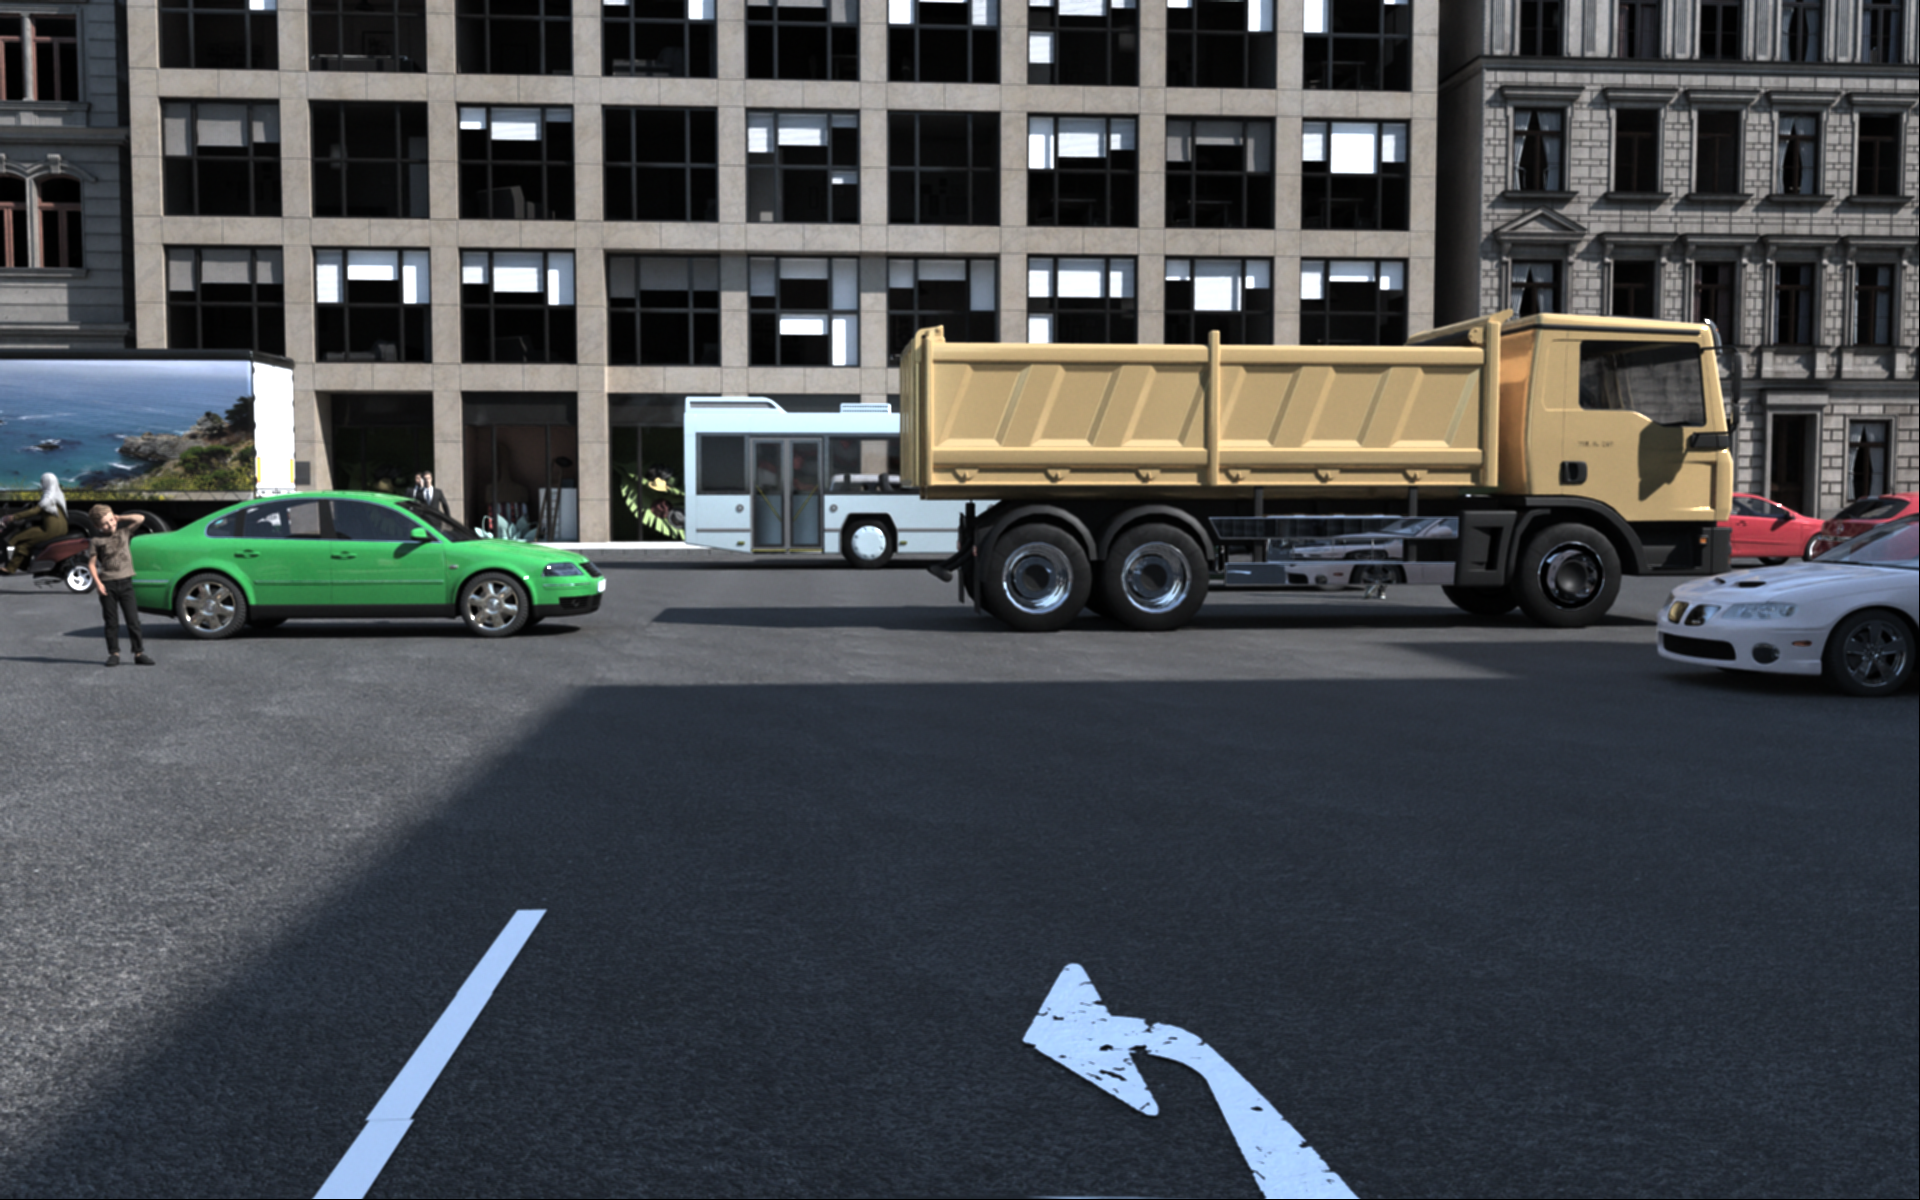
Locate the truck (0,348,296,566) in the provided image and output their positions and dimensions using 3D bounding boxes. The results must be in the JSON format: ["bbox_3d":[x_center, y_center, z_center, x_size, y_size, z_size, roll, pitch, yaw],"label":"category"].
[{"bbox_3d":[-19.304,-2.786,34.461,11.283,4.237,2.839,0,4,-3],"label":"truck"}]

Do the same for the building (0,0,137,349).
[{"bbox_3d":[-33.487,-16.079,50.284,23.554,28.519,14.401,0,4,-5],"label":"building"}]

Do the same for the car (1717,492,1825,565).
[{"bbox_3d":[15.203,-1.526,33.984,4.494,1.783,2.155,0,4,-6],"label":"car"}]

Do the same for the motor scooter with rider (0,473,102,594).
[{"bbox_3d":[-13.293,-0.972,24.864,1.986,1.779,0.876,0,4,-4],"label":"motor scooter with rider"}]

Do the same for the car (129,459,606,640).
[{"bbox_3d":[-6.076,-0.557,17.903,4.718,1.807,1.959,0,4,-4],"label":"car"}]

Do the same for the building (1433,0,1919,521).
[{"bbox_3d":[22.608,-11.462,52.025,19.286,19.102,10.561,0,4,-5],"label":"building"}]

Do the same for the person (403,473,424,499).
[{"bbox_3d":[-11.917,-1.844,38.015,0.648,1.900,0.474,-2,4,-35],"label":"person"}]

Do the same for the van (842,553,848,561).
[{"bbox_3d":[-0.860,-1.810,36.611,4.112,2.044,2.013,0,4,-6],"label":"van"}]

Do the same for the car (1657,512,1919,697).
[{"bbox_3d":[7.799,-0.052,13.213,4.827,1.381,2.083,0,4,-6],"label":"car"}]

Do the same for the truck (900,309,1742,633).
[{"bbox_3d":[4.281,-1.432,19.343,9.791,3.379,3.469,0,4,-5],"label":"truck"}]

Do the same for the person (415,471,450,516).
[{"bbox_3d":[-9.746,-1.446,31.919,0.659,1.850,0.755,-1,4,-12],"label":"person"}]

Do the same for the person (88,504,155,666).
[{"bbox_3d":[-7.010,-0.126,14.465,0.435,1.345,0.340,-3,5,-41],"label":"person"}]

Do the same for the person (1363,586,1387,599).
[{"bbox_3d":[5.879,-0.903,23.747,0.782,1.767,0.515,0,4,-5],"label":"person"}]

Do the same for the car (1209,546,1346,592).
[{"bbox_3d":[3.957,-0.881,26.196,4.920,1.459,2.131,0,4,-3],"label":"car"}]

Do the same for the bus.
[{"bbox_3d":[1.338,-2.404,34.161,13.247,3.499,2.948,0,4,-4],"label":"bus"}]

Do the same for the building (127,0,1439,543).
[{"bbox_3d":[-4.875,-15.301,54.695,34.151,26.468,19.350,0,4,-5],"label":"building"}]

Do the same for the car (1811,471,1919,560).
[{"bbox_3d":[13.621,-0.838,22.745,4.494,1.783,2.155,0,4,-3],"label":"car"}]
